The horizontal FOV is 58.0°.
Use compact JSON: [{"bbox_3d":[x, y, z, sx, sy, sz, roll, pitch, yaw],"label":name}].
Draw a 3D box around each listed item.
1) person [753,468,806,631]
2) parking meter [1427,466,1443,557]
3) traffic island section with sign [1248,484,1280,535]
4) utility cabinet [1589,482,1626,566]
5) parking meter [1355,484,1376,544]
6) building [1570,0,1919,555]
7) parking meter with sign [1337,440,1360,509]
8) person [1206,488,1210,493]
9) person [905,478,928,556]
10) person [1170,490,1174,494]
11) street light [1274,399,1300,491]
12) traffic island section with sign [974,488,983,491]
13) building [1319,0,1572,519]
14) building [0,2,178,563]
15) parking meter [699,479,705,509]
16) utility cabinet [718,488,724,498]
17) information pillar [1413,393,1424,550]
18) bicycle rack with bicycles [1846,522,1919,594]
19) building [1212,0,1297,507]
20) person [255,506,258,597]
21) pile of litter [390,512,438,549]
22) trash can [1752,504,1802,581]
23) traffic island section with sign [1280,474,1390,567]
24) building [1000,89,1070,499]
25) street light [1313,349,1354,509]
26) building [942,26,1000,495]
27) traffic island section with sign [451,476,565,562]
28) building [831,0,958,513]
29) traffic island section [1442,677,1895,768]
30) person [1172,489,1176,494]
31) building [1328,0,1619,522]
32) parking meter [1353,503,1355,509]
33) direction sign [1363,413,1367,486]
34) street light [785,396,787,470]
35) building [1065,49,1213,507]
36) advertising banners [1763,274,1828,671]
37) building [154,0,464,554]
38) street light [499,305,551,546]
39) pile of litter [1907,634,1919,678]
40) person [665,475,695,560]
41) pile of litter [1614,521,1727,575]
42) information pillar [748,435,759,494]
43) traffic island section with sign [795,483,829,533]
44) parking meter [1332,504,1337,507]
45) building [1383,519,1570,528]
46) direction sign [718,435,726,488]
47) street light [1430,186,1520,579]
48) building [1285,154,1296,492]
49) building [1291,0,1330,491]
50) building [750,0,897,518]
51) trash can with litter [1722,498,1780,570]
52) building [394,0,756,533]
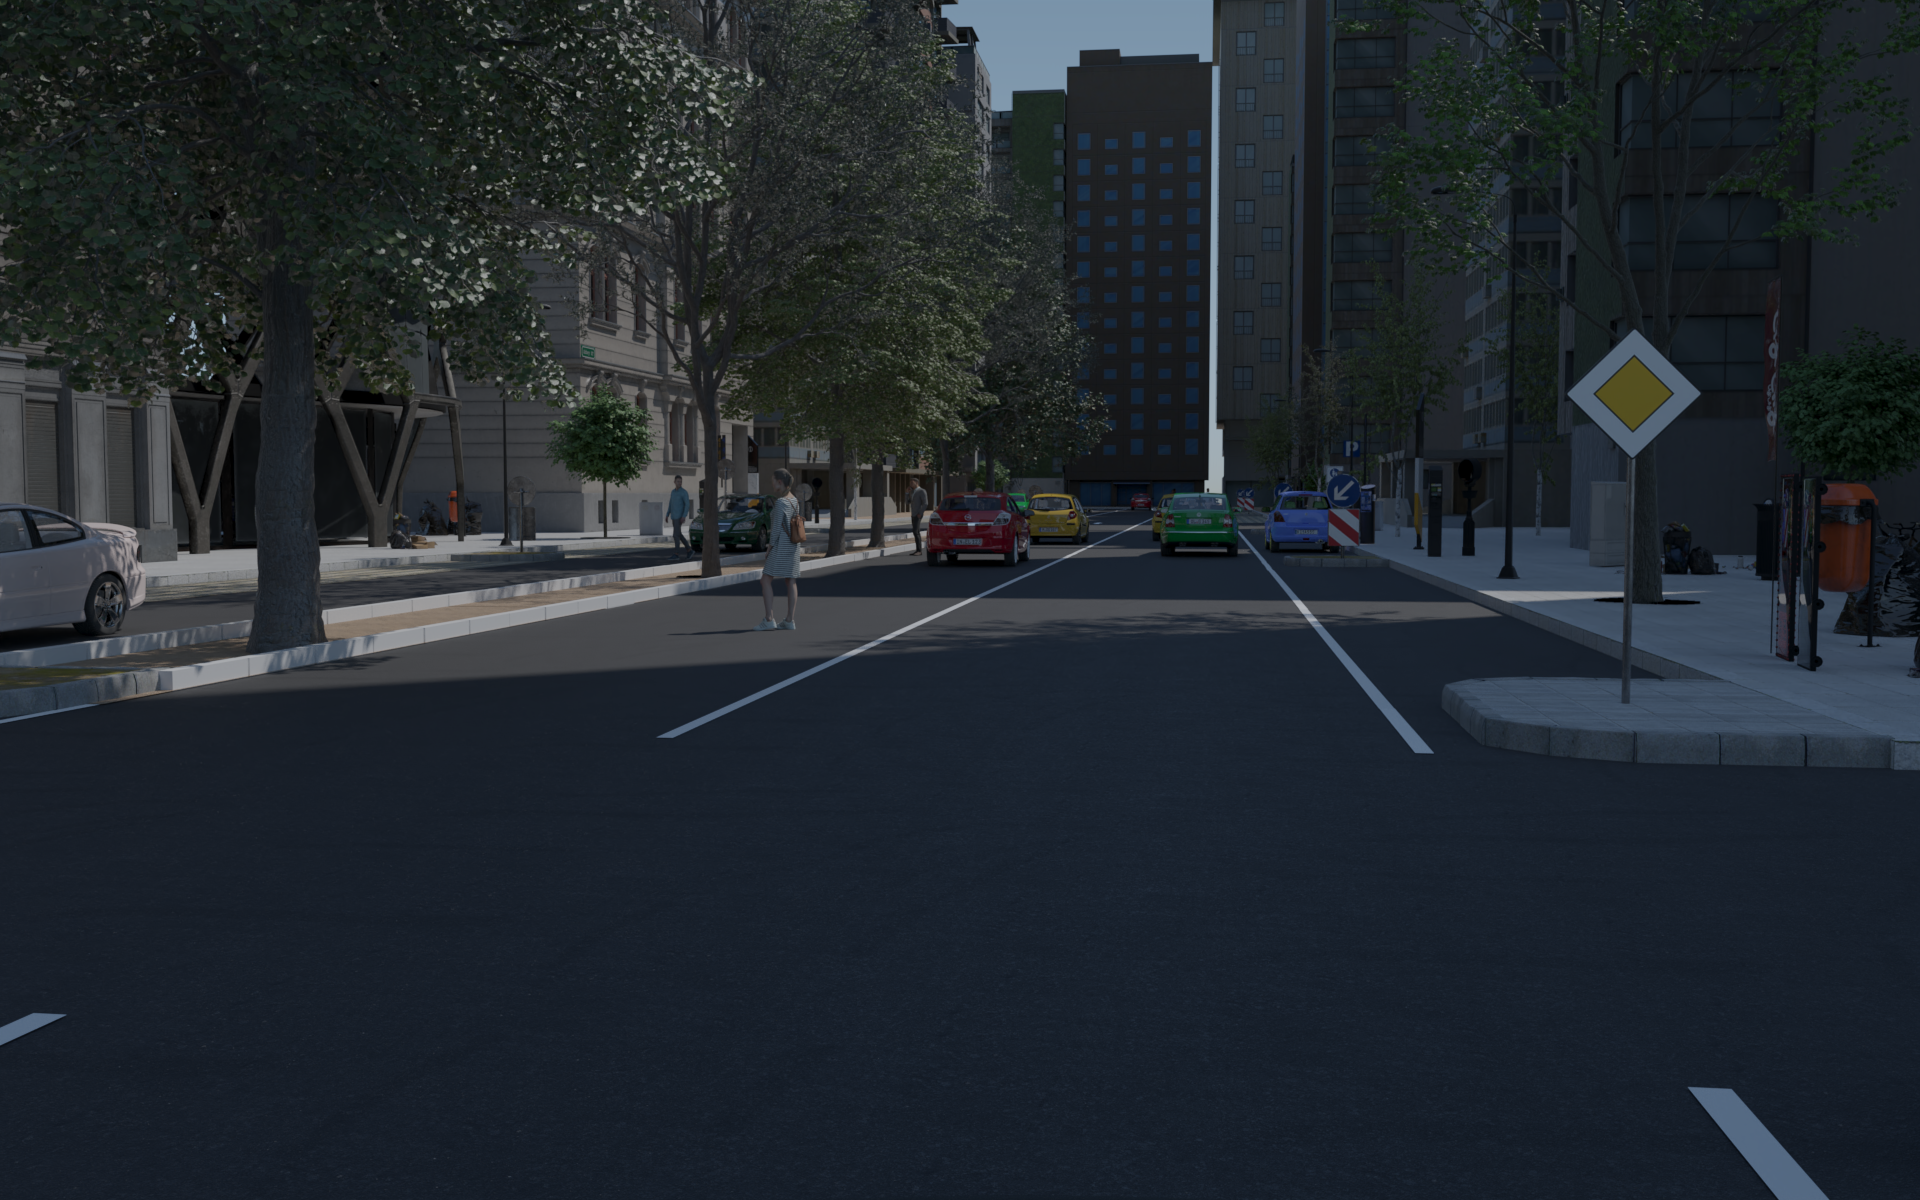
[{"bbox_3d":[-1.867,-0.538,18.302,0.522,1.701,0.512,1,4,18],"label":"person"},{"bbox_3d":[9.713,-1.816,35.406,0.255,1.863,0.399,1,4,11],"label":"parking meter"},{"bbox_3d":[11.425,-3.260,61.927,1.989,1.847,2.006,0,4,8],"label":"traffic island section with sign"},{"bbox_3d":[11.617,-1.349,30.736,1.173,1.500,0.318,-3,5,-43],"label":"utility cabinet"},{"bbox_3d":[10.491,-2.211,44.554,0.372,1.533,0.369,0,3,0],"label":"parking meter"},{"bbox_3d":[21.819,-16.505,41.558,14.160,30.474,14.107,0,4,8],"label":"building"},{"bbox_3d":[12.732,-3.721,57.104,0.543,3.016,1.738,0,4,2],"label":"parking meter with sign"},{"bbox_3d":[15.477,-6.081,108.023,1.348,1.812,0.705,-2,4,-25],"label":"person"},{"bbox_3d":[-1.027,-1.942,40.436,0.473,1.802,0.592,-1,4,-14],"label":"person"},{"bbox_3d":[18.599,-8.737,151.295,1.348,1.831,0.705,0,4,-7],"label":"person"},{"bbox_3d":[16.051,-6.861,84.717,1.470,5.913,1.316,0,4,8],"label":"street light"},{"bbox_3d":[1.216,-6.434,113.821,1.989,1.847,2.006,0,4,8],"label":"traffic island section with sign"},{"bbox_3d":[39.989,-25.854,114.592,32.217,40.220,23.993,0,4,8],"label":"building"},{"bbox_3d":[-20.912,-10.722,24.452,9.793,20.994,18.267,0,4,8],"label":"building"},{"bbox_3d":[-9.699,-3.672,65.740,0.255,1.863,0.399,2,4,30],"label":"parking meter"},{"bbox_3d":[-8.373,-3.085,59.114,0.318,1.500,1.173,0,4,8],"label":"utility cabinet"},{"bbox_3d":[10.601,-2.974,39.975,0.183,3.616,0.504,2,4,27],"label":"information pillar"},{"bbox_3d":[12.293,-0.491,21.416,2.925,0.926,2.852,0,4,-6],"label":"bicycle rack with bicycles"},{"bbox_3d":[40.164,-36.226,181.528,27.495,52.752,28.713,0,4,8],"label":"building"},{"bbox_3d":[-9.268,-0.846,23.341,0.512,1.701,0.522,-1,4,-10],"label":"person"},{"bbox_3d":[-12.926,-1.649,40.923,1.176,0.858,1.719,0,4,1],"label":"pile of litter"},{"bbox_3d":[12.175,-0.862,25.754,0.748,1.137,0.748,0,3,0],"label":"trash can"},{"bbox_3d":[7.574,-1.612,34.977,1.989,1.847,2.006,0,4,8],"label":"traffic island section with sign"},{"bbox_3d":[4.477,-30.328,179.454,14.086,41.232,14.154,0,4,8],"label":"building"},{"bbox_3d":[11.994,-5.071,55.459,1.470,5.913,1.316,0,4,8],"label":"street light"},{"bbox_3d":[-4.544,-28.861,155.474,14.086,41.232,14.154,0,4,8],"label":"building"},{"bbox_3d":[-9.667,-1.762,37.433,1.989,1.847,2.006,0,4,8],"label":"traffic island section with sign"},{"bbox_3d":[-12.100,-28.953,128.010,22.147,44.769,28.867,0,4,8],"label":"building"},{"bbox_3d":[4.100,0.713,10.623,2.009,0.180,2.903,0,4,8],"label":"traffic island section"},{"bbox_3d":[15.151,-6.951,122.178,0.705,1.821,1.348,-2,4,-25],"label":"person"},{"bbox_3d":[27.639,-19.923,97.436,14.160,30.474,14.107,0,4,8],"label":"building"},{"bbox_3d":[13.746,-3.137,59.697,0.372,1.533,0.369,0,3,0],"label":"parking meter"},{"bbox_3d":[11.450,-3.485,48.985,0.379,3.537,0.876,1,4,10],"label":"direction sign"},{"bbox_3d":[-6.632,-6.030,71.137,1.470,5.913,1.316,0,4,8],"label":"street light"},{"bbox_3d":[18.518,-32.264,177.623,14.200,45.320,14.600,0,4,8],"label":"building"},{"bbox_3d":[6.407,-1.050,13.354,0.090,3.025,2.074,1,4,14],"label":"advertising banners"},{"bbox_3d":[-21.774,-10.761,43.400,16.820,18.784,16.811,0,4,8],"label":"building"},{"bbox_3d":[-10.709,-4.289,42.664,1.470,5.913,1.316,0,4,8],"label":"street light"},{"bbox_3d":[7.536,0.109,12.190,1.719,0.858,1.176,1,4,9],"label":"pile of litter"},{"bbox_3d":[-6.076,-1.799,37.776,0.748,1.841,0.638,-2,4,-35],"label":"person"},{"bbox_3d":[11.441,-0.853,27.905,1.719,0.858,1.176,1,4,23],"label":"pile of litter"},{"bbox_3d":[-8.212,-4.732,68.717,0.504,3.616,0.183,2,4,32],"label":"information pillar"},{"bbox_3d":[-5.856,-3.394,64.123,1.989,1.847,2.006,0,4,8],"label":"traffic island section with sign"},{"bbox_3d":[13.658,-3.320,62.696,0.372,1.533,0.369,0,3,0],"label":"parking meter"},{"bbox_3d":[34.045,-23.106,69.672,32.217,40.220,23.993,0,4,8],"label":"building"},{"bbox_3d":[-9.136,-4.555,66.479,0.379,3.537,0.876,-2,4,-26],"label":"direction sign"},{"bbox_3d":[7.788,-3.282,26.197,1.470,5.913,1.316,0,4,8],"label":"street light"},{"bbox_3d":[35.208,-23.083,149.113,14.160,30.474,14.107,0,4,8],"label":"building"},{"bbox_3d":[33.328,-29.634,134.634,14.600,45.320,14.200,0,4,8],"label":"building"},{"bbox_3d":[-20.883,-25.094,102.175,32.217,40.220,23.993,0,4,8],"label":"building"},{"bbox_3d":[13.675,-1.109,29.183,1.678,1.210,2.233,0,4,5],"label":"trash can with litter"},{"bbox_3d":[-17.043,-17.188,68.418,14.401,28.519,23.554,0,4,8],"label":"building"}]
